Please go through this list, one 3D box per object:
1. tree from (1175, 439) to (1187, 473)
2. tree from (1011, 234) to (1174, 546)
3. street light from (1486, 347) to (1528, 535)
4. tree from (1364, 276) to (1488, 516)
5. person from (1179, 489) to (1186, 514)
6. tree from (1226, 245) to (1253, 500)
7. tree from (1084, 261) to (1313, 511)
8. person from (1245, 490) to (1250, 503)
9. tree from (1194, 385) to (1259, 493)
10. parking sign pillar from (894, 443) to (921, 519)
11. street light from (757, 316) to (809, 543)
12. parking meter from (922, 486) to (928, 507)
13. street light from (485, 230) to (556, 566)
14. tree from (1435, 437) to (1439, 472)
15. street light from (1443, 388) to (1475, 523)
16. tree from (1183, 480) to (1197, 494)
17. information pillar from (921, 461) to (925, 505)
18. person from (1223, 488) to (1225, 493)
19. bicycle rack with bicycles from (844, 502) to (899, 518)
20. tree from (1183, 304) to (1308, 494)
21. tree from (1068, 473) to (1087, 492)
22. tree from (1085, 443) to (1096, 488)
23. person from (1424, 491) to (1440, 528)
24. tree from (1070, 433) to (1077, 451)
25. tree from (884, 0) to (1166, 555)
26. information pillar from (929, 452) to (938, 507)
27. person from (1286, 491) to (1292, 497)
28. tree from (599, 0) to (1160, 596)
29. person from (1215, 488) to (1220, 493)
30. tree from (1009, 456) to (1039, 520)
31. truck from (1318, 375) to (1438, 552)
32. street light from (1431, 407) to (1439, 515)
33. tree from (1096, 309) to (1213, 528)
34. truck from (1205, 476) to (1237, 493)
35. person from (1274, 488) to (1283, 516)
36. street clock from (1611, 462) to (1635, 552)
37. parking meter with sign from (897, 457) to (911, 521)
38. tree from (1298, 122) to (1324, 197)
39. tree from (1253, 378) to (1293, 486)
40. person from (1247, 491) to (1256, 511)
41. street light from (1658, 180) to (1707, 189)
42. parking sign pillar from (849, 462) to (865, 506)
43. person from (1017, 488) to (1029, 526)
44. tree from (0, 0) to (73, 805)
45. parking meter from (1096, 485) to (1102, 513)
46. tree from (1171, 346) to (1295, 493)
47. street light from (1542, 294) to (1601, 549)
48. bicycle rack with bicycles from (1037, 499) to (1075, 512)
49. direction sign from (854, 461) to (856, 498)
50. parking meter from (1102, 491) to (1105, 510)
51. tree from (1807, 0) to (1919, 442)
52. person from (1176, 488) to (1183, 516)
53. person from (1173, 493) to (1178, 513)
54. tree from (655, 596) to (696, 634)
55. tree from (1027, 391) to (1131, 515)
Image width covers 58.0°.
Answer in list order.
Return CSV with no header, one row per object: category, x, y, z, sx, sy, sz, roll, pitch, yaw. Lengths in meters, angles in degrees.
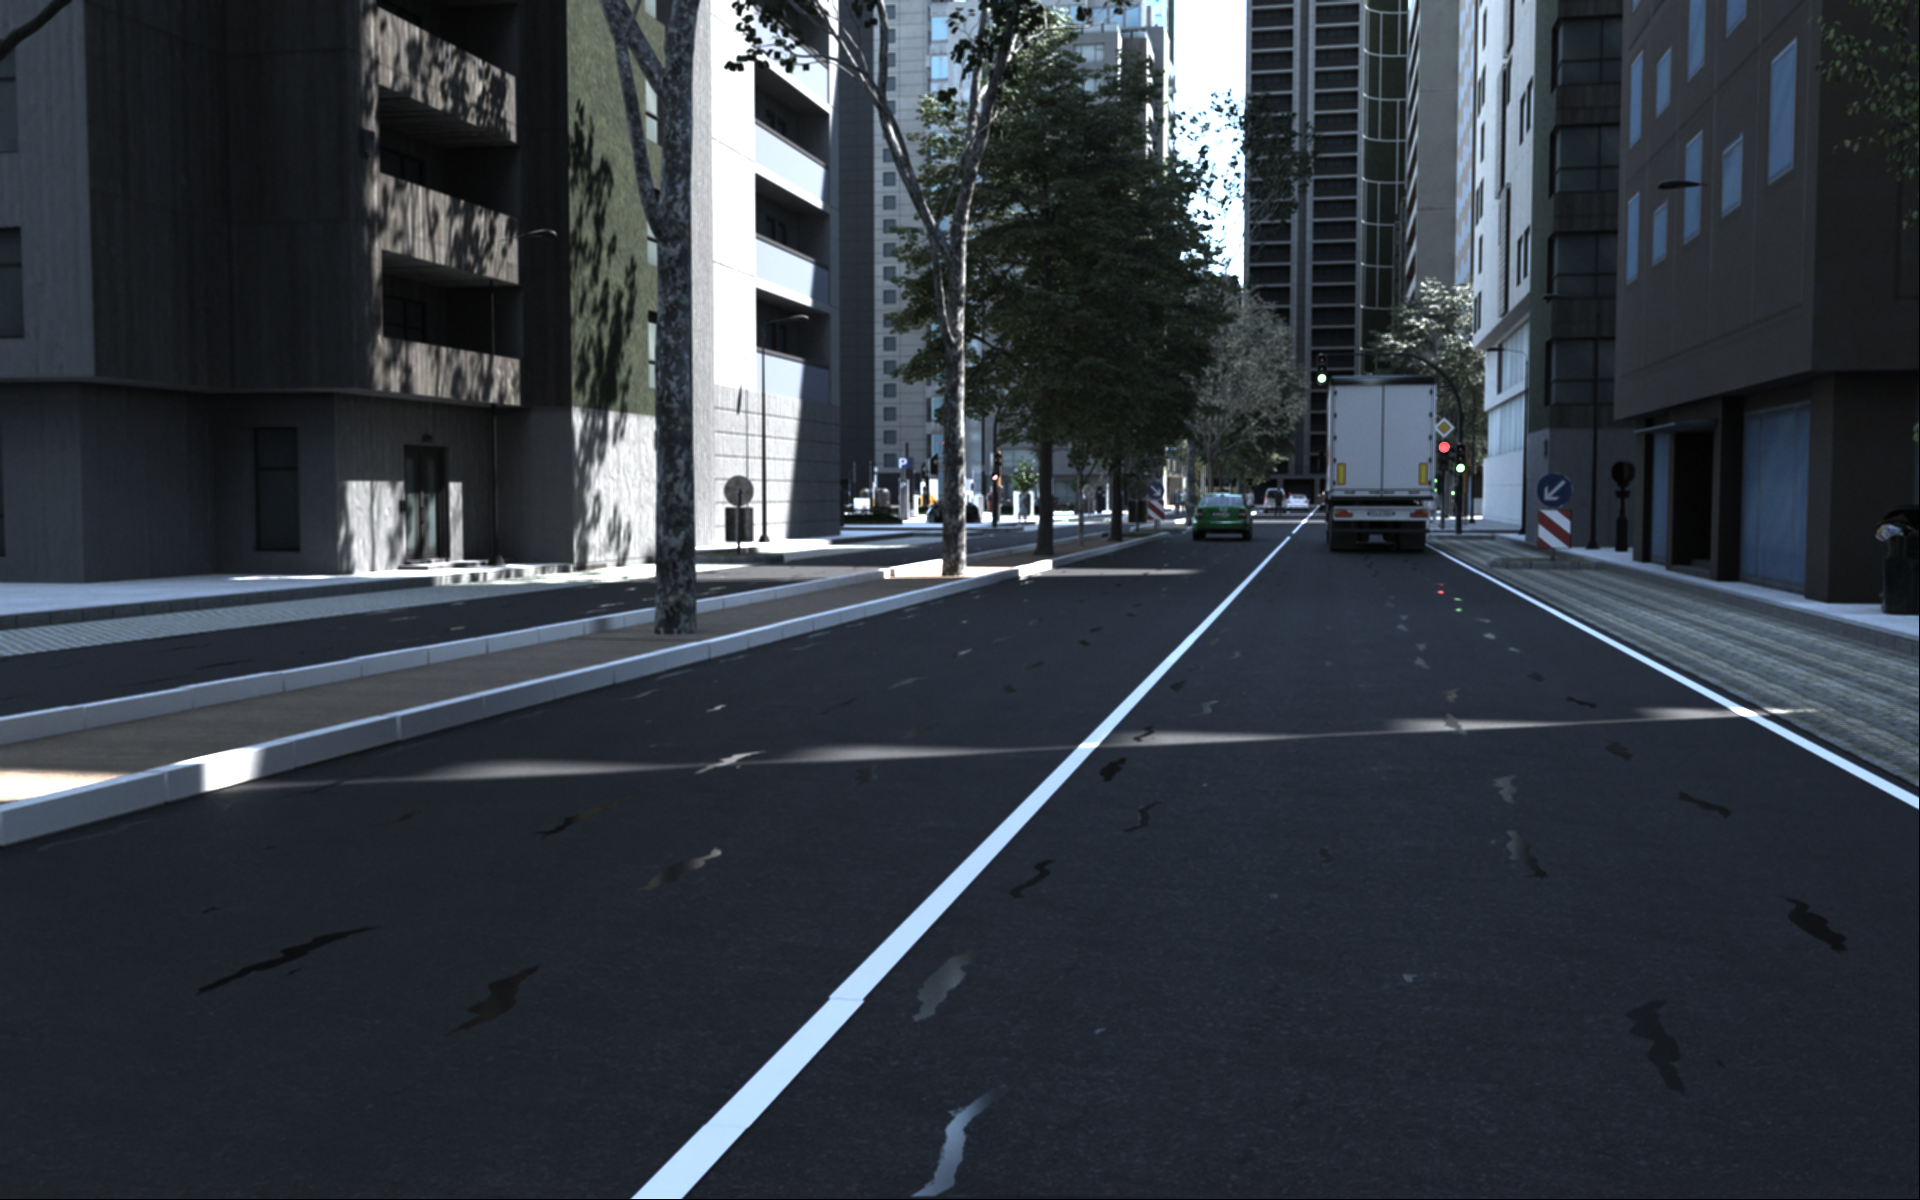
tree,25.077,-14.503,187.485,4.737,8.622,4.395,0,3,0
tree,3.286,-5.743,46.720,4.737,8.622,4.395,0,3,0
street light,17.348,-5.036,54.880,1.470,5.913,1.316,1,4,12
tree,28.066,-11.772,99.121,9.857,13.997,8.962,0,3,0
person,15.970,-7.057,124.373,0.782,1.767,0.515,3,5,43
tree,4.713,-8.077,52.635,7.486,12.596,7.792,0,3,0
tree,13.029,-10.803,89.460,12.009,13.543,11.850,0,3,0
person,21.812,-7.481,131.647,0.643,1.720,0.563,-1,4,-23
tree,16.962,-9.501,108.154,4.737,8.622,4.395,0,3,0
parking sign pillar,-2.800,-6.298,91.441,1.447,3.967,1.447,-1,4,-14
street light,-4.620,-4.450,45.306,1.470,5.913,1.316,1,4,12
parking meter,-2.471,-7.109,121.943,0.255,1.863,0.399,-2,4,-27
street light,-7.777,-3.557,30.701,1.470,5.913,1.316,1,4,12
tree,35.209,-11.063,131.242,4.360,8.622,3.978,0,3,0
street light,21.998,-6.337,76.154,1.470,5.913,1.316,1,4,12
tree,25.437,-12.156,193.350,1.663,3.219,1.824,0,3,0
information pillar,-2.648,-8.098,123.763,0.183,3.616,0.504,2,4,30
person,16.994,-6.308,111.907,0.678,1.792,0.850,2,4,25
bicycle rack with bicycles,-4.128,-3.874,76.724,2.925,0.926,2.852,-1,4,-17
tree,18.683,-12.635,115.691,9.857,13.997,8.962,0,3,0
tree,9.698,-8.928,140.574,1.663,3.219,1.824,0,3,0
tree,10.339,-10.615,123.911,4.360,8.622,3.978,0,3,0
person,18.039,-3.527,66.045,0.514,1.842,0.818,-2,4,-31
tree,12.600,-13.583,132.452,12.009,13.543,11.850,0,3,0
tree,1.969,-7.337,40.541,7.486,12.596,7.792,0,3,0
information pillar,-1.449,-6.411,96.175,0.504,3.616,0.183,-1,4,-23
person,38.737,-11.938,203.618,1.348,1.831,0.705,0,4,-3
tree,-1.115,-10.536,30.608,12.611,20.169,13.585,0,3,0
person,15.790,-5.940,105.804,0.709,1.800,0.728,2,4,28
tree,3.107,-5.649,86.967,1.663,3.219,1.824,0,3,0
truck,11.086,-3.520,46.466,2.839,4.237,11.283,1,4,11
street light,25.151,-7.258,91.207,1.470,5.913,1.316,1,4,12
tree,7.581,-6.924,66.022,4.360,8.622,3.978,0,3,0
truck,24.404,-9.973,158.976,3.469,3.379,9.791,1,4,11
person,20.710,-6.391,112.775,0.659,1.850,0.755,-1,4,-12
street clock,14.777,-2.083,38.630,0.358,2.002,0.471,-2,4,-31
parking meter with sign,-2.658,-5.311,83.098,0.543,3.016,1.738,0,4,4
tree,9.055,-13.330,76.292,12.611,20.169,13.585,0,3,0
tree,20.283,-12.462,124.345,7.486,12.596,7.792,0,3,0
person,21.874,-7.433,130.389,0.694,1.780,0.624,2,4,35
street light,11.016,-3.250,25.674,1.470,5.913,1.316,1,4,12
parking sign pillar,-8.594,-9.561,144.786,1.447,3.967,1.447,-1,4,-13
person,2.792,-4.087,76.325,0.522,1.701,0.512,2,4,34
tree,-4.732,-4.823,7.063,9.928,11.665,9.643,0,3,0
parking meter,9.227,-6.680,114.922,0.399,1.863,0.255,0,4,-8
tree,15.523,-10.100,102.003,8.767,10.594,7.601,1,4,12
street light,14.213,-4.142,40.271,1.470,5.913,1.316,1,4,12
bicycle rack with bicycles,6.903,-6.619,121.608,2.925,0.926,2.852,0,4,5
direction sign,-7.327,-7.857,120.459,0.379,3.537,0.876,-1,4,-10
parking meter,11.197,-7.783,135.657,0.372,1.533,0.369,0,3,0
tree,9.763,-3.927,14.563,4.737,8.622,4.395,0,3,0
person,14.178,-6.312,111.885,0.526,1.800,0.537,2,4,32
person,16.483,-7.528,131.761,0.721,1.800,0.419,-3,5,-40
tree,-3.925,-9.779,18.234,12.611,20.169,13.585,0,3,0
tree,7.568,-10.591,107.582,7.601,10.594,8.767,1,4,9
